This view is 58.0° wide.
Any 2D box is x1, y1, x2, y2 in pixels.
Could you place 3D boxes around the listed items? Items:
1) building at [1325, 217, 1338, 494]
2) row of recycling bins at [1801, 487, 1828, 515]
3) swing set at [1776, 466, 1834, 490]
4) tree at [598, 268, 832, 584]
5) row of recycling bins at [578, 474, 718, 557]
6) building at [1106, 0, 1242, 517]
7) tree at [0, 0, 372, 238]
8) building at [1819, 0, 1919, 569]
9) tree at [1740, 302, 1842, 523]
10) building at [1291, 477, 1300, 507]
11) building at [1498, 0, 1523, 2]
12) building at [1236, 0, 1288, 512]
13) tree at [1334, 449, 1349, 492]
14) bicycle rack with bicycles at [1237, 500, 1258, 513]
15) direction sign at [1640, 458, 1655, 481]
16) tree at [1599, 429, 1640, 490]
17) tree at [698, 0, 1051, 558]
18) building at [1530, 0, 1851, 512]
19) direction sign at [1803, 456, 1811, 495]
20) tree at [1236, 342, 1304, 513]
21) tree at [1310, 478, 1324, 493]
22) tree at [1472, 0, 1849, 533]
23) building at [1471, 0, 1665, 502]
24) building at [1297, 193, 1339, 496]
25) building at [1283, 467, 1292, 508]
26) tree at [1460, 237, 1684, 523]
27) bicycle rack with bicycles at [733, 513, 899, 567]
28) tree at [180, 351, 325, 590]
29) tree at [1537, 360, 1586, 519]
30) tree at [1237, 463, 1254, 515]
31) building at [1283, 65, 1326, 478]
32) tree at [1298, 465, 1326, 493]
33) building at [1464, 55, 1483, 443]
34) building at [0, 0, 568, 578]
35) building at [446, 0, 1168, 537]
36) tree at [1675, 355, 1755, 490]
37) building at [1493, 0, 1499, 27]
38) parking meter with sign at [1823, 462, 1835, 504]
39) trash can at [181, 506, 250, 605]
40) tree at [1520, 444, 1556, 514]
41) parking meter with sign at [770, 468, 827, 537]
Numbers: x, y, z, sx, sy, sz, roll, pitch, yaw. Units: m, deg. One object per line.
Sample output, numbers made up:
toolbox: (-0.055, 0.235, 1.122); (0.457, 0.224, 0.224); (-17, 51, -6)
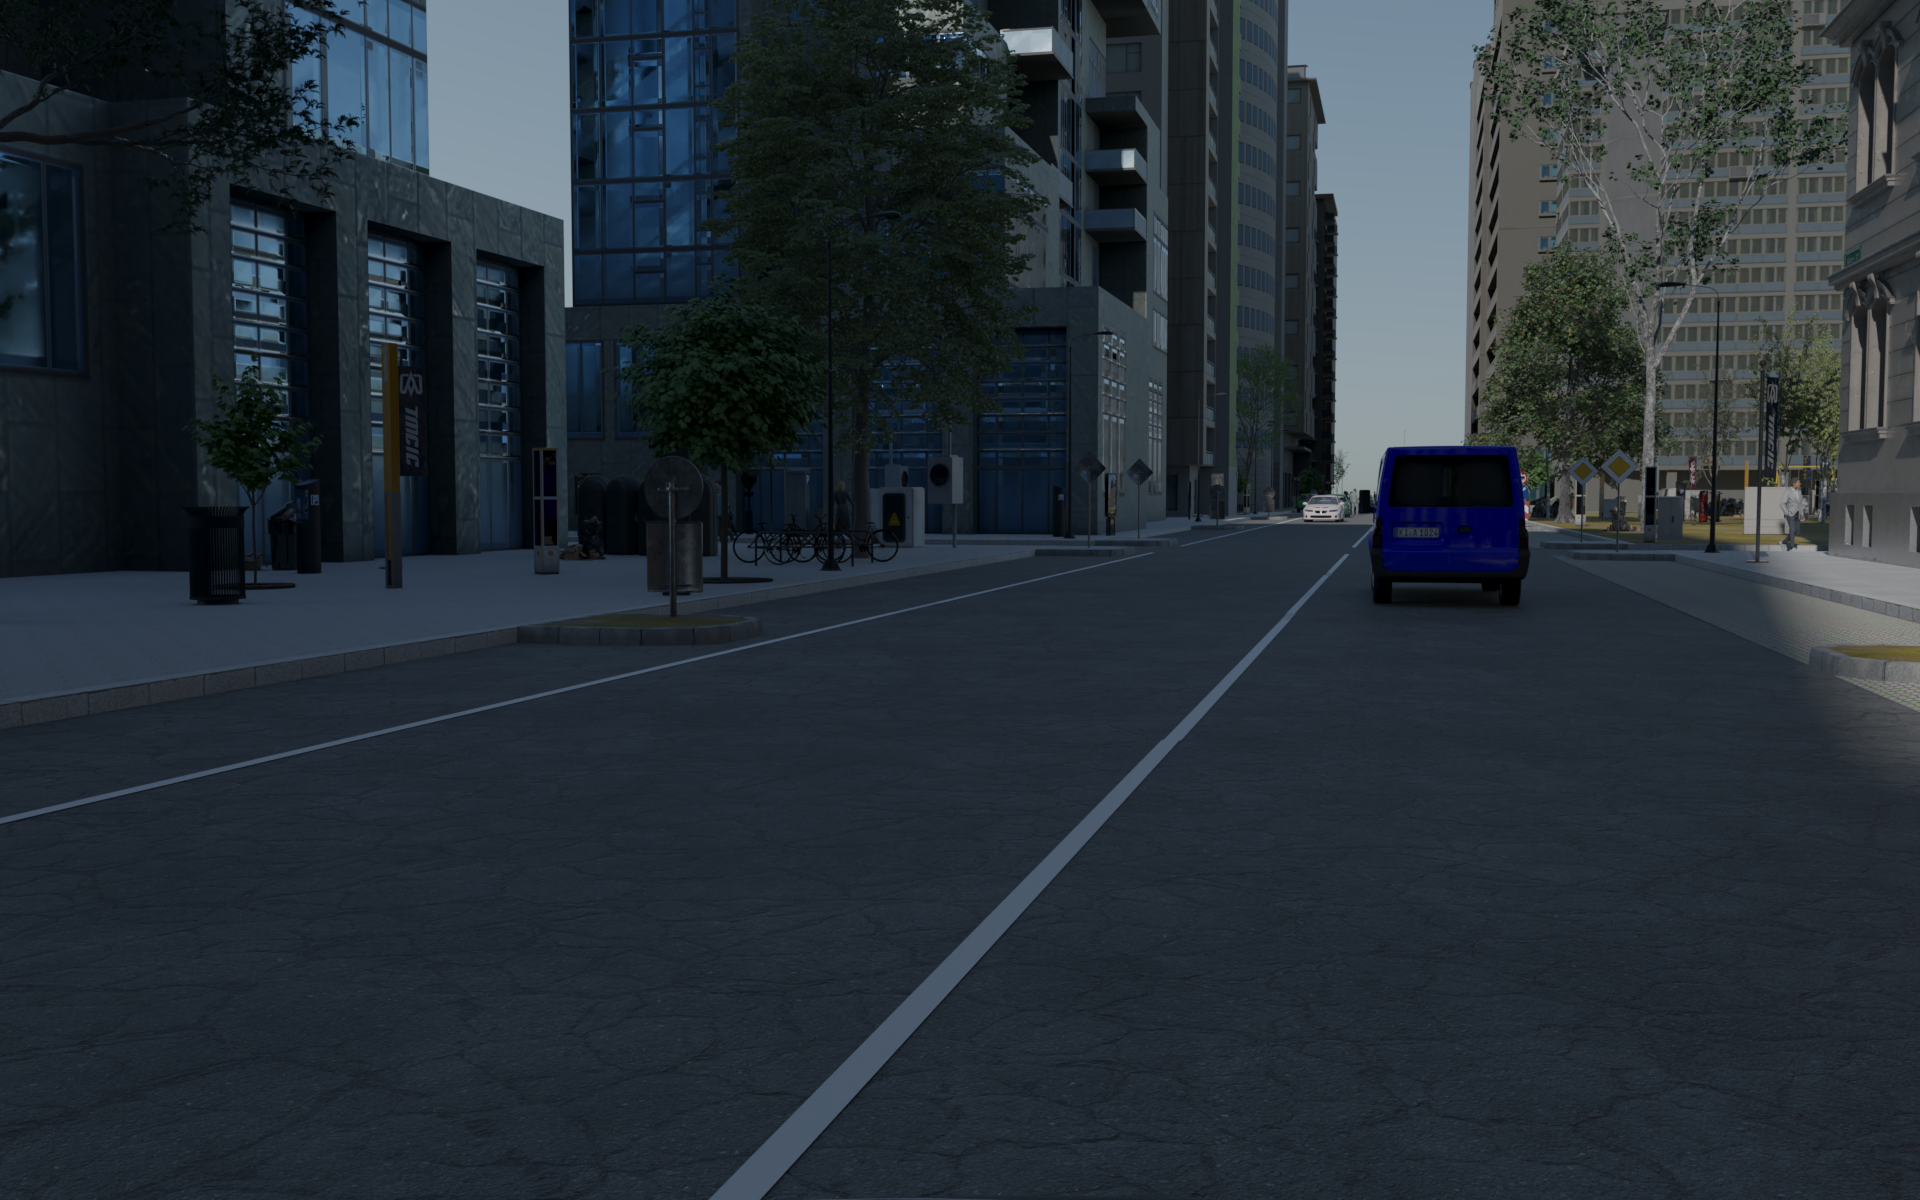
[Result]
building: (50.776, -37.775, 267.739); (14.600, 45.320, 14.200); (1, 4, 14)
row of recycling bins: (52.406, -5.943, 104.288); (3.534, 1.692, 1.069); (2, 4, 28)
swing set: (47.467, -6.114, 97.588); (3.119, 2.851, 2.862); (2, 4, 32)
tree: (-3.549, -2.544, 25.304); (4.285, 4.588, 4.351); (0, 3, 0)
row of recycling bins: (-6.602, -1.792, 36.404); (3.534, 1.692, 1.069); (2, 4, 29)
building: (8.319, -25.413, 99.102); (14.154, 41.232, 14.086); (1, 4, 14)
tree: (-6.676, -4.645, 10.352); (7.601, 10.594, 8.767); (-1, 4, -11)
building: (21.343, -14.404, 22.896); (14.401, 28.519, 23.554); (1, 4, 14)
tree: (32.345, -7.167, 67.542); (4.737, 8.622, 4.395); (0, 3, 0)
building: (19.852, -30.159, 184.985); (32.217, 40.220, 23.993); (1, 4, 14)
building: (58.907, -32.520, 155.411); (21.300, 48.544, 21.600); (1, 4, 14)
building: (14.386, -36.434, 137.694); (21.231, 58.520, 28.212); (1, 4, 14)
tree: (60.249, -19.973, 276.922); (4.737, 8.622, 4.395); (0, 3, 0)
bicycle rack with bicycles: (18.559, -6.227, 115.190); (2.852, 0.926, 2.925); (-1, 4, -22)
direction sign: (41.907, -6.949, 105.620); (0.876, 3.537, 0.379); (2, 4, 31)
tree: (42.577, -9.844, 111.318); (4.360, 8.622, 3.978); (0, 3, 0)
tree: (-1.750, -7.134, 34.769); (7.486, 12.596, 7.792); (0, 3, 0)
building: (58.549, -26.867, 131.158); (32.217, 40.220, 23.993); (1, 4, 14)
direction sign: (49.856, -6.729, 102.017); (0.876, 3.537, 0.379); (-3, 5, -39)
tree: (19.610, -11.728, 117.503); (9.928, 11.665, 9.643); (0, 3, 0)
tree: (39.298, -12.064, 191.843); (1.663, 3.219, 1.824); (0, 3, 0)
tree: (23.960, -12.233, 55.903); (12.611, 20.169, 13.585); (0, 3, 0)
building: (64.027, -33.853, 177.206); (21.300, 48.544, 21.600); (1, 4, 14)
building: (42.332, -36.275, 247.727); (22.147, 44.769, 28.867); (1, 4, 14)
building: (20.502, -44.198, 160.896); (20.563, 71.187, 20.611); (1, 4, 14)
tree: (27.280, -9.811, 77.420); (9.611, 12.733, 9.660); (0, 3, 0)
bicycle rack with bicycles: (-2.776, -1.124, 31.758); (2.925, 0.926, 2.852); (1, 4, 10)
tree: (-9.488, -1.772, 23.578); (1.663, 3.219, 1.824); (0, 3, 0)
tree: (30.306, -8.440, 88.357); (4.737, 8.622, 4.395); (0, 3, 0)
tree: (17.071, -6.876, 107.025); (1.663, 3.219, 1.824); (0, 3, 0)
building: (31.115, -38.609, 220.494); (28.713, 52.752, 27.495); (1, 4, 14)
tree: (39.557, -12.972, 195.802); (4.285, 4.588, 4.351); (0, 3, 0)
building: (78.782, -42.187, 231.762); (21.231, 58.520, 28.212); (1, 4, 14)
building: (-27.081, -43.966, 31.513); (31.000, 86.520, 22.319); (1, 4, 14)
building: (-2.688, -46.262, 69.063); (22.319, 86.520, 31.000); (1, 4, 14)
tree: (40.273, -8.694, 92.511); (4.360, 8.622, 3.978); (0, 3, 0)
building: (72.417, -47.070, 207.850); (20.563, 71.187, 20.611); (1, 4, 14)
parking meter with sign: (47.476, -5.970, 93.871); (1.738, 3.016, 0.543); (-2, 4, -24)
trash can: (-8.660, -0.522, 20.184); (0.748, 1.137, 0.748); (0, 3, 0)
tree: (36.809, -7.856, 112.166); (4.285, 4.588, 4.351); (0, 3, 0)
parking meter with sign: (-4.840, -3.381, 51.542); (1.738, 3.016, 0.543); (1, 4, 14)
